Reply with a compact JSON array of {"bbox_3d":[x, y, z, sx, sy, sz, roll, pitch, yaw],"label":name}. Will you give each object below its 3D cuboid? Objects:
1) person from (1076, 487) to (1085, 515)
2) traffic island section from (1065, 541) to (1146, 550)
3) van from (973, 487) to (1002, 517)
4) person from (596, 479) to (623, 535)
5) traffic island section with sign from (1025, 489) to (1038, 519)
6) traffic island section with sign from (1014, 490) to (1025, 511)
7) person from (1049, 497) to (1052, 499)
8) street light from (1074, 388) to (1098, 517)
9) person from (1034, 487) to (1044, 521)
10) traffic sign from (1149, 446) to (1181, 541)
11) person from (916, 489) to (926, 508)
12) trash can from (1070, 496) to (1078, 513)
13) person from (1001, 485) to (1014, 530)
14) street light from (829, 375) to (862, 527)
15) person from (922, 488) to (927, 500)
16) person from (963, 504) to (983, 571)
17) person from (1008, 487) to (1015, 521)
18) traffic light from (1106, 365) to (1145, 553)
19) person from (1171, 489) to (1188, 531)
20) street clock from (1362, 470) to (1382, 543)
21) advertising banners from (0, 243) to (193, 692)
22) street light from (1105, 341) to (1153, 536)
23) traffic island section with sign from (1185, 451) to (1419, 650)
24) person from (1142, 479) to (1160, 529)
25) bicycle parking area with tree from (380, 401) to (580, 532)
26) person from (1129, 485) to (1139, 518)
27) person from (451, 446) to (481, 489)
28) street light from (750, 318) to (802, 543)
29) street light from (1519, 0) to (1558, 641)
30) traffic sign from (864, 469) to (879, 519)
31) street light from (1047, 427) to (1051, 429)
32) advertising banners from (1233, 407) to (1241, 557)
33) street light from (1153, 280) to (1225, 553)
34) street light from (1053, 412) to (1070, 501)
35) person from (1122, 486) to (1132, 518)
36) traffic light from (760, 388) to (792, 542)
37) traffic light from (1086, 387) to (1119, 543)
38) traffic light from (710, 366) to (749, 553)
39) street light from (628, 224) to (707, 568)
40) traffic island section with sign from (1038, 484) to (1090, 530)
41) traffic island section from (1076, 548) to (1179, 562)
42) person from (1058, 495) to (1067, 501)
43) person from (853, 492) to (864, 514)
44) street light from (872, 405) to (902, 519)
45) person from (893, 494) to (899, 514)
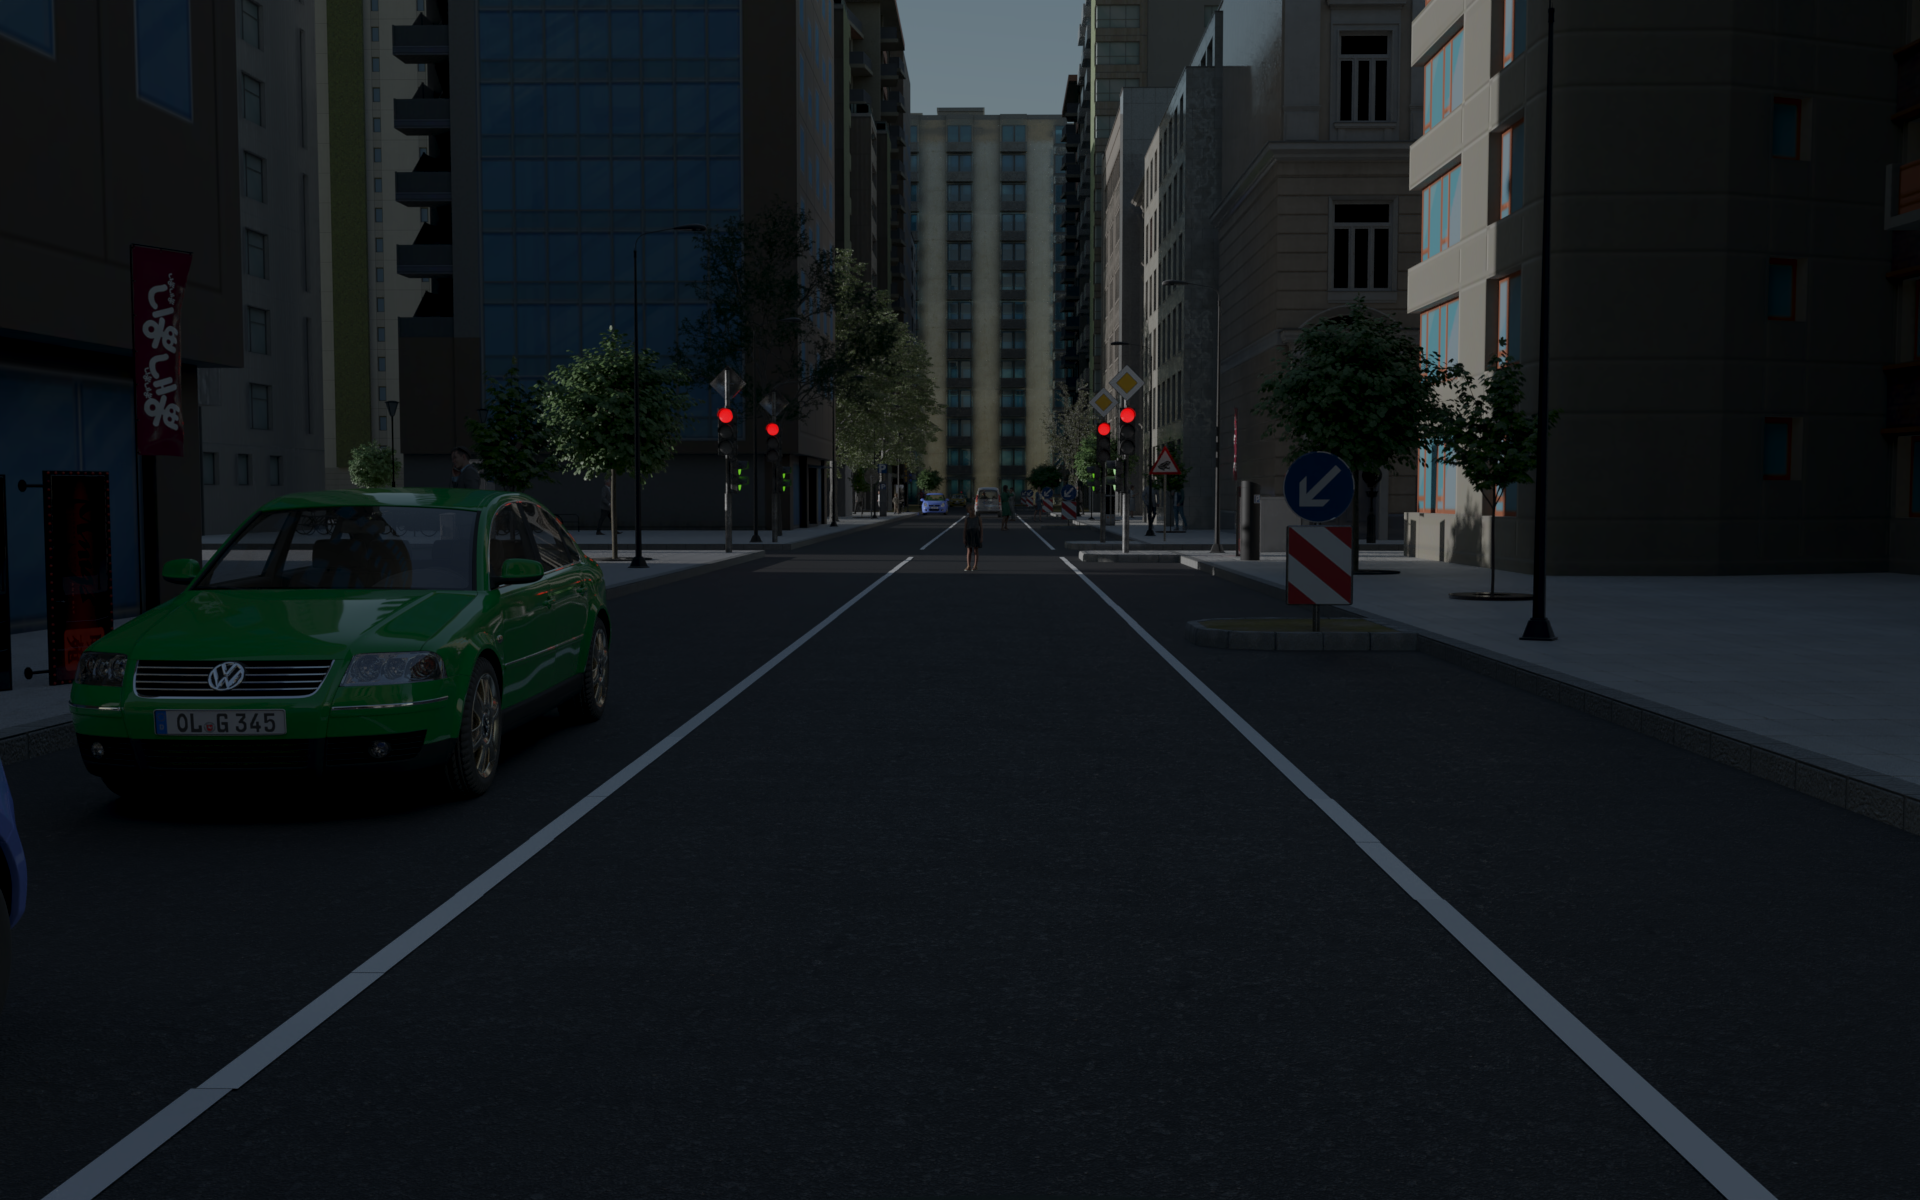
[{"bbox_3d":[7.331,-6.193,107.692,0.834,1.777,0.661,1,4,10],"label":"person"},{"bbox_3d":[3.801,-1.440,45.833,2.009,0.180,2.903,0,4,1],"label":"traffic island section"},{"bbox_3d":[1.796,-6.139,107.381,2.013,2.044,4.112,0,4,2],"label":"van"},{"bbox_3d":[-11.014,-2.931,54.370,0.834,1.777,0.661,0,4,-8],"label":"person"},{"bbox_3d":[4.840,-5.496,98.481,1.989,1.847,2.006,0,4,1],"label":"traffic island section with sign"},{"bbox_3d":[5.809,-8.498,147.567,1.989,1.847,2.006,0,4,1],"label":"traffic island section with sign"},{"bbox_3d":[7.842,-8.980,153.666,0.742,1.727,0.445,-3,4,-38],"label":"person"},{"bbox_3d":[5.857,-6.313,75.763,1.470,5.913,1.316,0,4,1],"label":"street light"},{"bbox_3d":[4.117,-5.039,90.916,0.581,1.822,0.654,-2,4,-25],"label":"person"},{"bbox_3d":[5.553,-2.870,46.921,0.884,2.594,0.081,1,4,11],"label":"traffic sign"},{"bbox_3d":[-3.446,-9.108,155.673,1.217,1.743,0.721,-2,4,-27],"label":"person"},{"bbox_3d":[6.791,-5.625,103.629,0.748,1.137,0.748,0,3,0],"label":"trash can"},{"bbox_3d":[1.784,-3.654,68.483,0.529,1.795,0.600,-3,5,-42],"label":"person"},{"bbox_3d":[-4.422,-5.834,67.928,1.470,5.913,1.316,0,4,1],"label":"street light"},{"bbox_3d":[-3.334,-9.704,164.565,0.599,1.838,0.709,-1,4,-15],"label":"person"},{"bbox_3d":[0.246,-1.178,32.431,0.362,1.253,0.373,1,4,12],"label":"person"},{"bbox_3d":[2.708,-5.121,92.404,0.466,1.800,0.511,-2,4,-32],"label":"person"},{"bbox_3d":[3.605,-2.986,37.736,0.839,4.253,0.868,0,4,1],"label":"traffic light"},{"bbox_3d":[7.673,-3.330,60.835,0.623,1.781,0.721,3,5,44],"label":"person"},{"bbox_3d":[10.701,-2.474,45.028,0.471,2.002,0.358,3,4,37],"label":"street clock"},{"bbox_3d":[-5.989,-0.947,11.676,0.090,3.025,2.074,2,4,26],"label":"advertising banners"},{"bbox_3d":[5.277,-4.910,52.817,1.470,5.913,1.316,0,4,1],"label":"street light"},{"bbox_3d":[3.235,-0.502,16.836,1.989,1.847,2.006,0,4,1],"label":"traffic island section with sign"},{"bbox_3d":[7.017,-3.543,63.823,0.661,1.843,0.795,0,4,-6],"label":"person"},{"bbox_3d":[-16.870,-4.212,55.862,9.016,4.147,8.231,2,4,29],"label":"bicycle parking area with tree"},{"bbox_3d":[9.293,-5.247,92.402,0.524,1.755,0.480,0,4,4],"label":"person"},{"bbox_3d":[-5.878,-0.895,20.482,0.447,1.846,0.655,-1,4,-22],"label":"person"},{"bbox_3d":[-4.873,-4.478,45.763,1.470,5.913,1.316,0,4,1],"label":"street light"},{"bbox_3d":[4.558,-2.603,15.104,1.470,5.913,1.316,0,4,1],"label":"street light"},{"bbox_3d":[-4.513,-5.391,88.242,0.768,2.556,0.104,1,4,9],"label":"traffic sign"},{"bbox_3d":[6.660,-9.025,120.095,1.470,5.913,1.316,0,4,1],"label":"street light"},{"bbox_3d":[5.767,-2.419,35.743,0.090,3.025,2.074,1,4,16],"label":"advertising banners"},{"bbox_3d":[5.082,-3.985,37.694,1.470,5.913,1.316,0,4,1],"label":"street light"},{"bbox_3d":[6.185,-7.669,97.931,1.470,5.913,1.316,0,4,1],"label":"street light"},{"bbox_3d":[9.120,-5.392,94.220,0.581,1.822,0.654,-3,5,-42],"label":"person"},{"bbox_3d":[-4.898,-3.483,45.873,0.839,4.253,0.868,0,4,1],"label":"traffic light"},{"bbox_3d":[3.762,-3.474,45.719,0.839,4.253,0.868,0,4,1],"label":"traffic light"},{"bbox_3d":[-5.055,-2.995,37.889,0.839,4.253,0.868,0,4,1],"label":"traffic light"},{"bbox_3d":[-5.047,-3.510,29.925,1.470,5.913,1.316,0,4,1],"label":"street light"},{"bbox_3d":[4.303,-3.797,70.703,1.989,1.847,2.006,0,4,1],"label":"traffic island section with sign"},{"bbox_3d":[3.645,-0.952,37.849,2.009,0.180,2.903,0,4,1],"label":"traffic island section"},{"bbox_3d":[8.455,-8.102,139.226,1.217,1.735,0.721,0,4,-3],"label":"person"},{"bbox_3d":[-6.458,-6.332,109.966,0.834,1.777,0.661,3,5,42],"label":"person"},{"bbox_3d":[-3.904,-7.190,90.092,1.470,5.913,1.316,0,4,1],"label":"street light"},{"bbox_3d":[-4.029,-6.041,109.088,0.475,1.303,0.640,1,4,15],"label":"person"}]
